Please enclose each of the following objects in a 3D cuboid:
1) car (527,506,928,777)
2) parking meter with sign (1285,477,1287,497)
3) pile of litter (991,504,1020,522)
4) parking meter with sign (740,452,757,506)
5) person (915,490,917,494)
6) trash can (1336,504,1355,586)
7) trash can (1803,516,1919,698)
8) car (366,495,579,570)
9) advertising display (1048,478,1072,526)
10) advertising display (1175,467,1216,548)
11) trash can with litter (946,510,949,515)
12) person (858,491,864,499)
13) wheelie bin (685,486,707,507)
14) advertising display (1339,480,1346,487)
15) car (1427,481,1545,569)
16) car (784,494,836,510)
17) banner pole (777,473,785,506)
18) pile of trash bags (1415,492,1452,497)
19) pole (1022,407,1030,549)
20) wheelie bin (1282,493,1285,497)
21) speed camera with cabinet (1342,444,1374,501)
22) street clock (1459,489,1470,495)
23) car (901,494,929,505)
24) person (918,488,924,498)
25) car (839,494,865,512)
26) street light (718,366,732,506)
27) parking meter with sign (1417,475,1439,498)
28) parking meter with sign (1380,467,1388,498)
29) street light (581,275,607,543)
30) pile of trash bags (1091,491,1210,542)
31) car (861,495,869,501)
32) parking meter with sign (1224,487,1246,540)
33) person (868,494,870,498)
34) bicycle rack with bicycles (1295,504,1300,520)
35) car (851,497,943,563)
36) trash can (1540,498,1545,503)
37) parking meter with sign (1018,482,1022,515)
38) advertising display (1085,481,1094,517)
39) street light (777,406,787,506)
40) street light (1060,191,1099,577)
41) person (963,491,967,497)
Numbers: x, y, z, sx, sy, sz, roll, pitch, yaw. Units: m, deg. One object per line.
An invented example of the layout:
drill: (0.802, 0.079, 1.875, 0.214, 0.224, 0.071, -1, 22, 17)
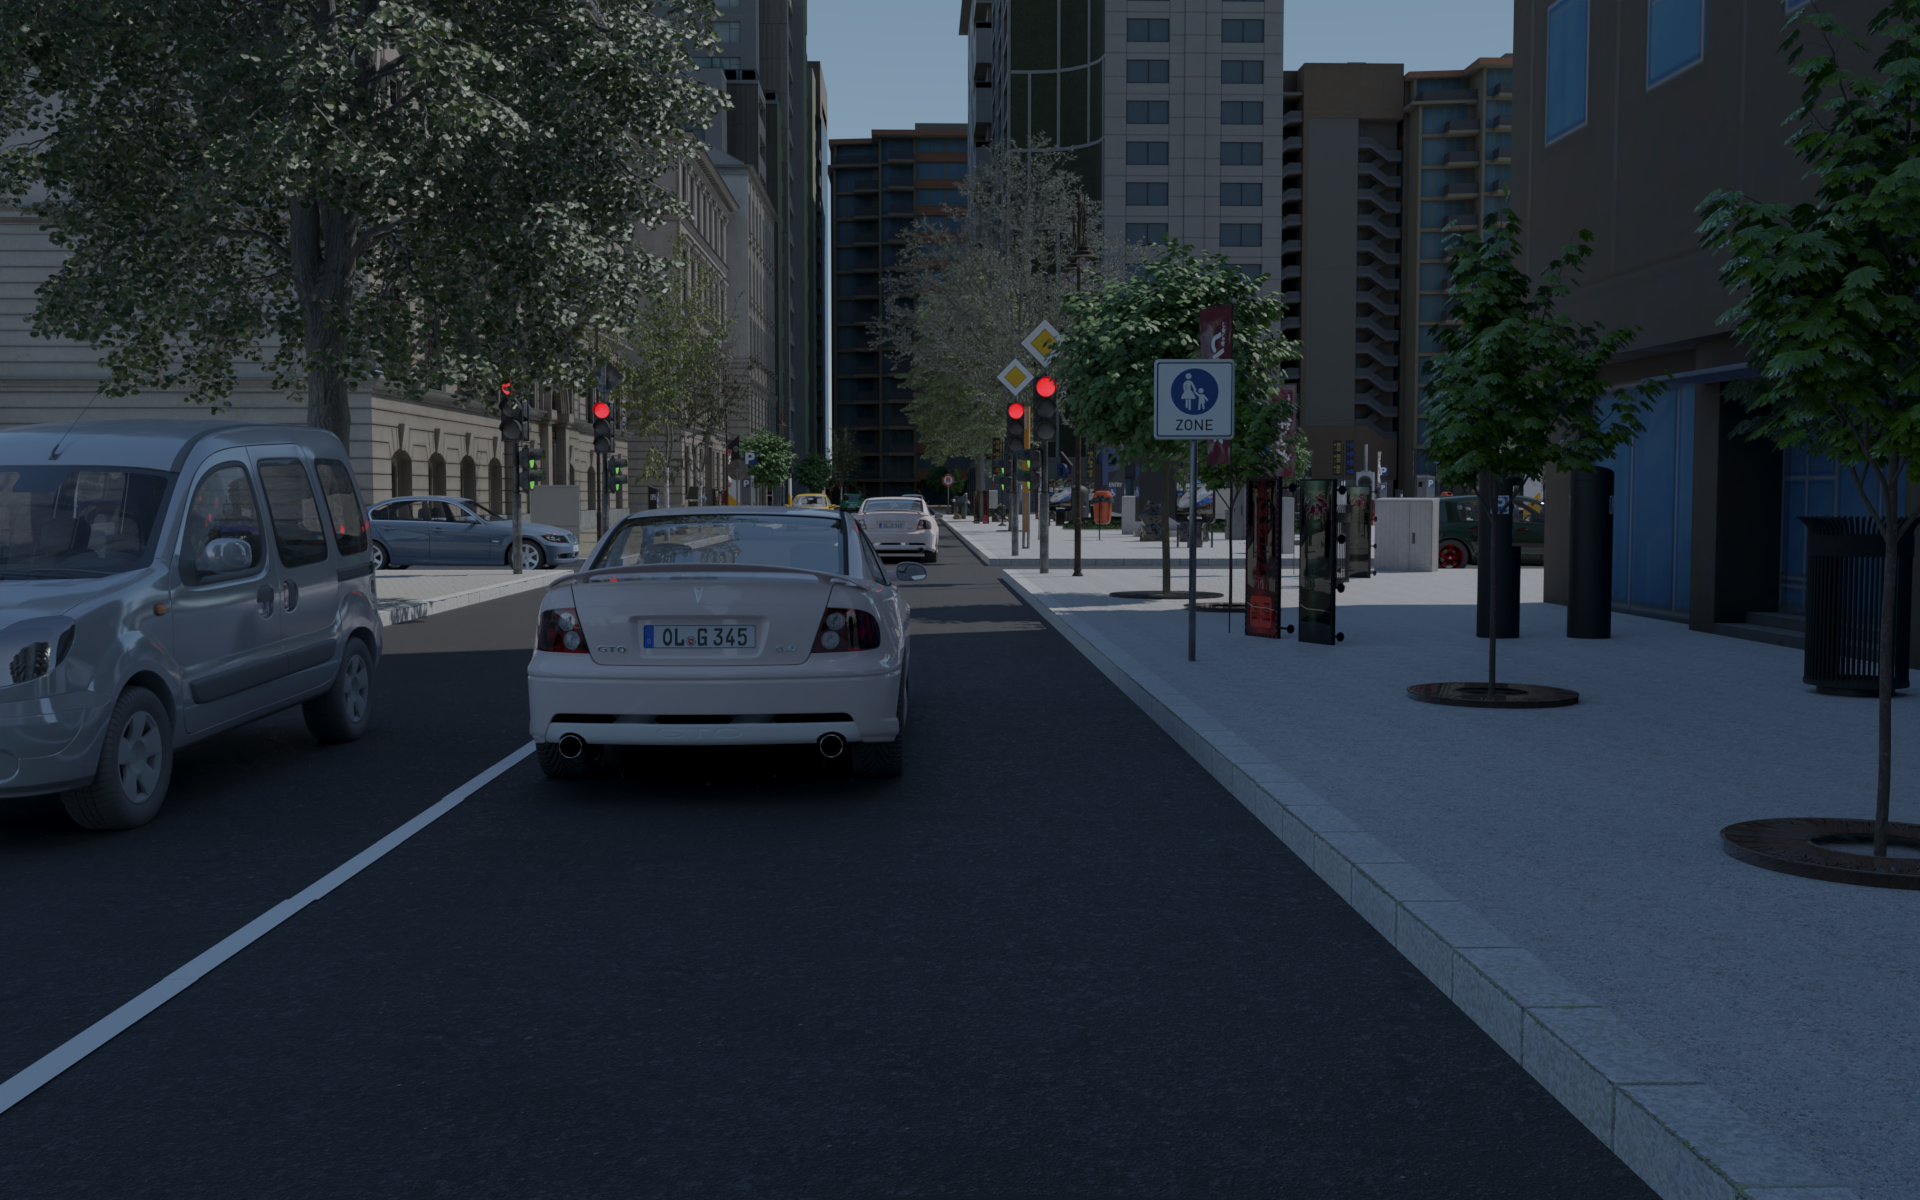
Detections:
car: (-1.230, 0.134, 10.163, 2.083, 1.381, 4.827, 0, 4, -1)
parking meter with sign: (12.372, -4.517, 70.110, 1.738, 3.016, 0.543, 1, 4, 23)
pile of litter: (2.129, -4.004, 79.432, 1.719, 0.858, 1.176, -3, 5, -39)
parking meter with sign: (-8.670, -4.540, 70.493, 0.543, 3.016, 1.738, 0, 4, 2)
person: (-4.491, -10.415, 178.802, 0.705, 1.822, 1.348, -1, 4, -19)
trash can: (5.113, -0.761, 24.094, 0.748, 1.137, 0.748, 0, 3, 0)
trash can: (5.754, 0.034, 11.097, 0.748, 1.137, 0.748, 0, 3, 0)
car: (-9.209, -1.190, 31.463, 4.499, 1.417, 2.014, 0, 4, -1)
advertising display: (4.002, -3.918, 69.280, 0.974, 1.923, 0.123, -1, 4, -11)
advertising display: (5.645, -2.223, 41.565, 0.974, 1.923, 0.123, 2, 4, 24)
trash can with litter: (-0.506, -5.871, 107.370, 0.624, 1.170, 1.055, -3, 5, -40)
person: (-8.756, -8.617, 150.120, 1.217, 1.736, 0.721, 3, 5, 40)
wheelie bin: (-10.905, -3.902, 71.698, 0.980, 1.594, 0.693, 1, 4, 12)
advertising display: (17.377, -4.498, 78.758, 0.123, 1.923, 0.974, 1, 4, 23)
car: (9.995, -1.313, 31.252, 4.222, 1.686, 2.009, 0, 3, 0)
car: (-5.900, -3.575, 68.669, 2.015, 1.641, 3.980, 0, 4, 0)
banner pole: (-9.705, -6.339, 93.657, 0.401, 3.779, 0.863, 2, 4, 33)
pile of trash bags: (20.052, -3.966, 74.590, 3.447, 1.369, 1.912, -3, 4, -38)
pole: (1.551, -2.858, 40.577, 0.158, 3.312, 0.155, 0, 3, 0)
wheelie bin: (18.558, -5.705, 101.187, 0.693, 1.594, 0.980, -1, 4, -18)
speed camera with cabinet: (15.438, -4.565, 68.976, 2.038, 3.252, 0.660, 1, 4, 17)
street clock: (17.107, -3.314, 58.749, 0.471, 2.002, 0.358, 1, 4, 22)
car: (-2.851, -5.593, 103.451, 2.014, 1.417, 4.499, 0, 4, 0)
person: (-2.632, -6.377, 112.784, 0.705, 1.822, 1.348, 2, 4, 31)
car: (-8.031, -7.352, 129.008, 1.959, 1.807, 4.718, 0, 4, -2)
street light: (-8.433, -5.493, 62.602, 0.468, 5.910, 1.993, 0, 4, -2)
parking meter with sign: (18.612, -4.459, 69.162, 0.543, 3.016, 1.738, -1, 4, -20)
parking meter with sign: (26.950, -6.982, 110.417, 0.543, 3.016, 1.738, 1, 4, 14)
street light: (-7.686, -3.913, 36.758, 0.468, 5.910, 1.993, 0, 4, -2)
pile of trash bags: (5.236, -2.310, 47.518, 3.447, 1.369, 1.912, 2, 4, 24)
car: (-8.962, -8.783, 156.182, 1.945, 1.354, 3.894, 0, 4, -1)
parking meter with sign: (7.976, -3.194, 48.489, 0.543, 3.016, 1.738, -1, 4, -20)
person: (-9.353, -10.112, 177.087, 0.557, 1.426, 1.065, 2, 4, 23)
bicycle rack with bicycles: (18.274, -4.548, 87.737, 2.925, 0.926, 2.852, -2, 4, -27)
car: (-1.405, -1.545, 37.629, 2.083, 1.381, 4.827, 0, 4, 0)
trash can: (34.565, -5.618, 103.512, 0.748, 1.137, 0.748, 0, 3, 0)
parking meter with sign: (3.680, -6.807, 107.553, 0.543, 3.016, 1.738, -2, 4, -32)
advertising display: (6.873, -5.109, 88.745, 0.974, 1.923, 0.123, 1, 4, 12)
street light: (-9.176, -7.130, 89.369, 0.468, 5.910, 1.993, 0, 4, -2)
street light: (1.834, -3.306, 26.841, 0.468, 5.910, 1.993, 0, 4, -2)
person: (0.635, -11.154, 190.865, 0.705, 1.824, 1.348, 3, 5, 44)
